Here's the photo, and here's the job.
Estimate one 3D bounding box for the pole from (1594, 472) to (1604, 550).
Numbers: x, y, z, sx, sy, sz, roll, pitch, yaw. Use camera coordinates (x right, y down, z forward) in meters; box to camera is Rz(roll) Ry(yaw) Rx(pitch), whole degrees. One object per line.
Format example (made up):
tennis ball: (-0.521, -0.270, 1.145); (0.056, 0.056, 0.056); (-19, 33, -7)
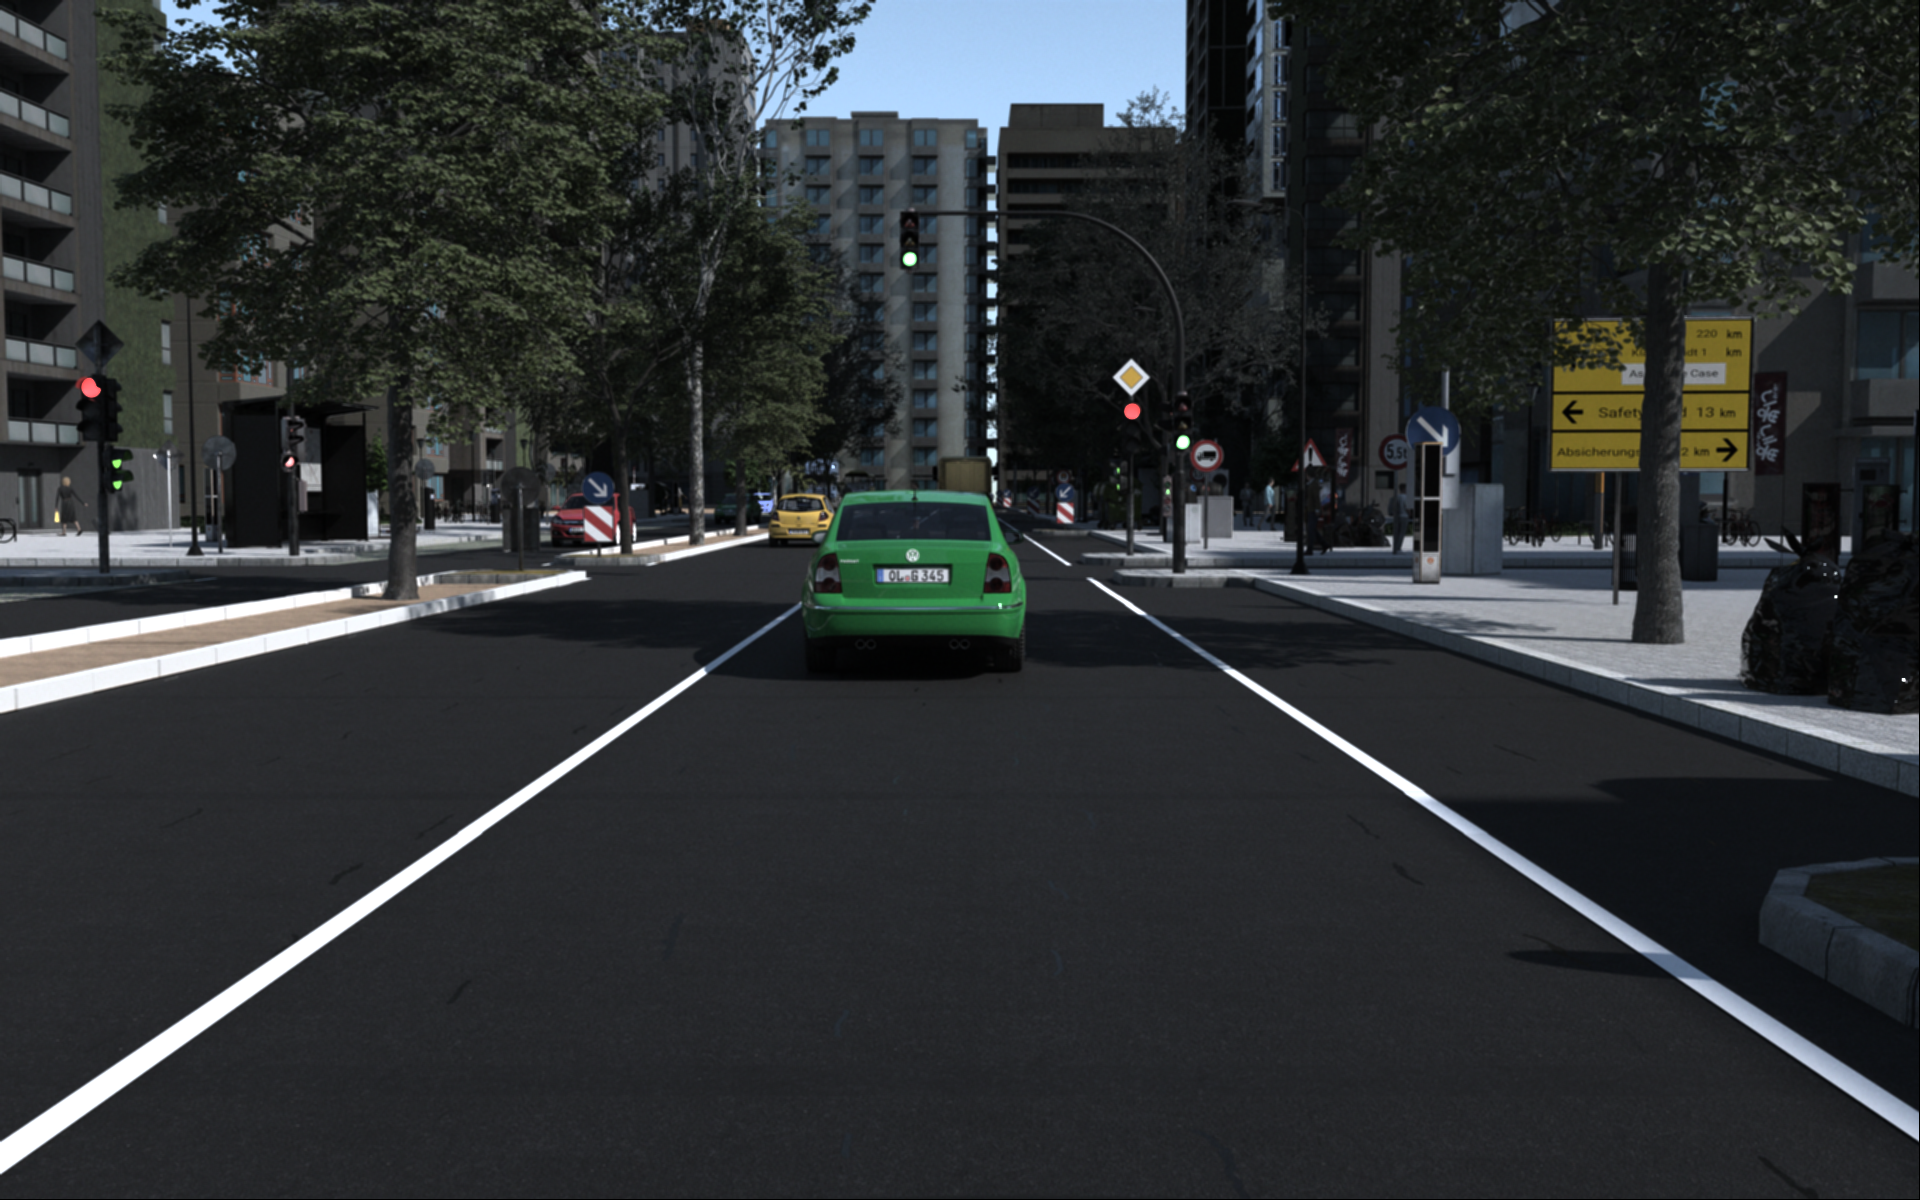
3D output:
pole: (14.736, -2.817, 39.894); (0.158, 3.312, 0.155); (0, 3, 0)

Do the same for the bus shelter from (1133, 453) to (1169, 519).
bus shelter: (9.848, -5.654, 86.373); (2.014, 3.302, 5.546); (0, 4, 0)

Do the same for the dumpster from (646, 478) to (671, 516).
dumpster: (-18.155, -6.167, 103.317); (1.502, 2.255, 1.985); (0, 4, 0)

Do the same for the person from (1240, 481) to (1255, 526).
person: (11.585, -3.877, 69.631); (0.606, 1.804, 0.583); (-2, 4, -24)

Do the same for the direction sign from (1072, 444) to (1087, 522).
direction sign: (5.414, -5.302, 78.680); (0.876, 3.537, 0.379); (3, 5, 44)

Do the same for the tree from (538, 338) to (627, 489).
tree: (-16.664, -7.735, 76.834); (4.737, 8.622, 4.395); (0, 3, 0)

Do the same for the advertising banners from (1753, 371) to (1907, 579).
advertising banners: (12.211, -1.730, 24.470); (2.074, 3.025, 0.090); (2, 4, 33)

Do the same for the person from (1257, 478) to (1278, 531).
person: (10.624, -3.289, 59.686); (0.748, 1.841, 0.638); (3, 4, 38)

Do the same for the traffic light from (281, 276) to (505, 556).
traffic light: (-11.748, -3.749, 35.966); (4.771, 5.953, 1.251); (0, 3, 0)

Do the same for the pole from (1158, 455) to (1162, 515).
pole: (9.610, -5.452, 82.977); (0.158, 3.312, 0.155); (0, 3, 0)

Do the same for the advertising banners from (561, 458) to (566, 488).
advertising banners: (-18.664, -5.318, 83.134); (0.090, 3.025, 2.074); (-3, 5, -39)

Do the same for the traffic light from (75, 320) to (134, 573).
traffic light: (-13.845, -2.387, 27.947); (0.839, 4.253, 0.868); (0, 3, 0)

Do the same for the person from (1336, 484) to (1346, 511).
person: (14.908, -3.797, 68.142); (0.581, 1.822, 0.654); (1, 4, 22)

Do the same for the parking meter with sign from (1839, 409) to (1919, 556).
parking meter with sign: (18.991, -2.439, 36.133); (1.738, 3.016, 0.543); (2, 4, 24)

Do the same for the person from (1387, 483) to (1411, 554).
person: (9.433, -1.744, 37.160); (0.503, 1.515, 0.523); (2, 4, 25)

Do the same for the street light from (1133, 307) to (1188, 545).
street light: (4.984, -4.320, 43.170); (1.470, 5.913, 1.316); (0, 3, 0)

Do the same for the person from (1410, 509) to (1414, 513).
person: (16.302, -3.438, 62.525); (0.520, 1.790, 0.573); (-1, 4, -12)

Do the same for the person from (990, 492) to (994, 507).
person: (3.187, -10.332, 178.369); (0.756, 1.711, 0.436); (-2, 4, -30)

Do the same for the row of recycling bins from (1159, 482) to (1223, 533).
row of recycling bins: (7.533, -3.025, 56.568); (1.069, 1.692, 3.534); (2, 4, 35)

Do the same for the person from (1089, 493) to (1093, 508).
person: (12.024, -9.182, 156.044); (0.599, 1.838, 0.709); (-3, 5, -44)

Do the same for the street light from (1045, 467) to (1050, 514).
street light: (5.085, -8.474, 111.083); (1.470, 5.913, 1.316); (0, 3, 0)

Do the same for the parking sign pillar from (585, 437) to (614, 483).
parking sign pillar: (-17.040, -5.711, 81.843); (1.447, 3.967, 1.447); (1, 4, 14)

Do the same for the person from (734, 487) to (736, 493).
person: (-16.075, -7.239, 124.533); (0.705, 1.807, 1.348); (3, 4, 37)

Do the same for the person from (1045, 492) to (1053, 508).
person: (7.944, -9.122, 156.124); (0.756, 1.711, 0.436); (2, 4, 35)

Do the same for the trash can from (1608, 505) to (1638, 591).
trash can: (9.044, -0.703, 23.140); (0.748, 1.137, 0.748); (0, 3, 0)

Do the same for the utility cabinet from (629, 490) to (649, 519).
utility cabinet: (-16.563, -4.891, 88.655); (1.173, 1.500, 0.318); (-2, 4, -31)

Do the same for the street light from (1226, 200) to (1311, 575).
street light: (4.894, -3.362, 27.518); (1.470, 5.913, 1.316); (0, 3, 0)

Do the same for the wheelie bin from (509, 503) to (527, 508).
wheelie bin: (-18.838, -4.050, 74.122); (0.980, 1.594, 0.693); (-1, 4, -20)

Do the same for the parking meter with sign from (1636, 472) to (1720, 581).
parking meter with sign: (10.788, -1.829, 26.167); (0.543, 3.016, 1.738); (-1, 4, -14)

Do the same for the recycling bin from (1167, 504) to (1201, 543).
recycling bin: (5.851, -2.003, 45.295); (0.722, 1.027, 0.722); (-1, 4, -12)

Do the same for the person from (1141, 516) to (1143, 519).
person: (8.401, -4.686, 82.679); (0.654, 1.822, 0.581); (2, 4, 26)

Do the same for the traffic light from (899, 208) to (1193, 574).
traffic light: (1.425, -3.250, 27.812); (4.771, 5.953, 1.251); (0, 3, 0)

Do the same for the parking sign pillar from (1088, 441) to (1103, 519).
parking sign pillar: (7.112, -6.132, 88.726); (1.447, 3.967, 1.447); (1, 4, 13)

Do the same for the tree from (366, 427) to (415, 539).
tree: (-16.693, -3.376, 49.802); (1.663, 3.219, 1.824); (0, 3, 0)

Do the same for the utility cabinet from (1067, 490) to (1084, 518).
utility cabinet: (6.166, -5.173, 93.254); (0.318, 1.500, 1.173); (-3, 4, -37)

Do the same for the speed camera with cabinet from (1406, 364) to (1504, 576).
speed camera with cabinet: (7.740, -1.999, 27.028); (2.038, 3.252, 0.660); (-3, 5, -44)

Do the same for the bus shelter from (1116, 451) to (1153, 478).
bus shelter: (9.308, -6.256, 93.572); (1.731, 3.624, 6.357); (0, 4, 0)

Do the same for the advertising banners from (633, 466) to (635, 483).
advertising banners: (-20.408, -6.812, 107.559); (0.090, 3.025, 2.074); (0, 4, 4)

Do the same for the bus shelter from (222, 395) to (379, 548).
bus shelter: (-16.569, -3.218, 43.894); (1.731, 3.624, 6.357); (0, 3, 0)

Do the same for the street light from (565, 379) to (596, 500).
street light: (-15.331, -5.951, 69.843); (1.470, 5.913, 1.316); (0, 3, 0)

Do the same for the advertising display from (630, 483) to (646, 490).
advertising display: (-18.891, -5.896, 101.607); (0.974, 1.923, 0.123); (-2, 4, -29)

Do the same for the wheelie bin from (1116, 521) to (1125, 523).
wheelie bin: (6.950, -4.204, 76.646); (0.693, 1.594, 0.980); (1, 4, 15)

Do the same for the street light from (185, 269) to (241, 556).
street light: (-15.390, -3.874, 35.886); (1.470, 5.913, 1.316); (0, 3, 0)

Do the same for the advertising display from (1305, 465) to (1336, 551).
advertising display: (8.151, -2.079, 39.212); (0.123, 1.923, 0.974); (-2, 4, -25)

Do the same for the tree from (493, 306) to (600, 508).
tree: (-15.632, -6.994, 64.709); (4.360, 8.622, 3.978); (0, 3, 0)

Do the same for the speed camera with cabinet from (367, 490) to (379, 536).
speed camera with cabinet: (-18.947, -3.599, 53.185); (2.038, 3.252, 0.660); (-2, 4, -26)

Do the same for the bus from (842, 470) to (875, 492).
bus: (-10.512, -11.642, 181.888); (2.896, 3.916, 12.252); (0, 4, 0)

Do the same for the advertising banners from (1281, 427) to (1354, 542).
advertising banners: (9.454, -3.039, 45.879); (2.074, 3.025, 0.090); (3, 5, 39)

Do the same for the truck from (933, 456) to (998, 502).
truck: (0.271, -5.612, 87.684); (3.469, 3.379, 9.791); (0, 4, 0)

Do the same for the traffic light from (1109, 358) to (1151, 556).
traffic light: (3.522, -2.876, 35.937); (0.839, 4.253, 0.868); (0, 3, 0)

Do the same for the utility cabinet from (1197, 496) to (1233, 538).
utility cabinet: (7.421, -2.401, 50.422); (1.020, 1.237, 0.306); (1, 4, 16)

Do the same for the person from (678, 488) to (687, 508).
person: (-20.939, -7.505, 129.483); (1.217, 1.736, 0.721); (2, 4, 26)

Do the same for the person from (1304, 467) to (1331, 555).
person: (7.439, -1.860, 36.364); (0.836, 1.842, 0.656); (-2, 4, -27)

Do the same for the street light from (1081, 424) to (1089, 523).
street light: (5.027, -6.397, 77.126); (1.470, 5.913, 1.316); (0, 3, 0)

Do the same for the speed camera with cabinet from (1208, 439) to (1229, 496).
speed camera with cabinet: (8.467, -4.102, 61.398); (2.038, 3.252, 0.660); (-1, 4, -12)

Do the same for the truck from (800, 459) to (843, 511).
truck: (-10.328, -9.088, 138.353); (2.967, 4.110, 18.799); (0, 4, 1)
